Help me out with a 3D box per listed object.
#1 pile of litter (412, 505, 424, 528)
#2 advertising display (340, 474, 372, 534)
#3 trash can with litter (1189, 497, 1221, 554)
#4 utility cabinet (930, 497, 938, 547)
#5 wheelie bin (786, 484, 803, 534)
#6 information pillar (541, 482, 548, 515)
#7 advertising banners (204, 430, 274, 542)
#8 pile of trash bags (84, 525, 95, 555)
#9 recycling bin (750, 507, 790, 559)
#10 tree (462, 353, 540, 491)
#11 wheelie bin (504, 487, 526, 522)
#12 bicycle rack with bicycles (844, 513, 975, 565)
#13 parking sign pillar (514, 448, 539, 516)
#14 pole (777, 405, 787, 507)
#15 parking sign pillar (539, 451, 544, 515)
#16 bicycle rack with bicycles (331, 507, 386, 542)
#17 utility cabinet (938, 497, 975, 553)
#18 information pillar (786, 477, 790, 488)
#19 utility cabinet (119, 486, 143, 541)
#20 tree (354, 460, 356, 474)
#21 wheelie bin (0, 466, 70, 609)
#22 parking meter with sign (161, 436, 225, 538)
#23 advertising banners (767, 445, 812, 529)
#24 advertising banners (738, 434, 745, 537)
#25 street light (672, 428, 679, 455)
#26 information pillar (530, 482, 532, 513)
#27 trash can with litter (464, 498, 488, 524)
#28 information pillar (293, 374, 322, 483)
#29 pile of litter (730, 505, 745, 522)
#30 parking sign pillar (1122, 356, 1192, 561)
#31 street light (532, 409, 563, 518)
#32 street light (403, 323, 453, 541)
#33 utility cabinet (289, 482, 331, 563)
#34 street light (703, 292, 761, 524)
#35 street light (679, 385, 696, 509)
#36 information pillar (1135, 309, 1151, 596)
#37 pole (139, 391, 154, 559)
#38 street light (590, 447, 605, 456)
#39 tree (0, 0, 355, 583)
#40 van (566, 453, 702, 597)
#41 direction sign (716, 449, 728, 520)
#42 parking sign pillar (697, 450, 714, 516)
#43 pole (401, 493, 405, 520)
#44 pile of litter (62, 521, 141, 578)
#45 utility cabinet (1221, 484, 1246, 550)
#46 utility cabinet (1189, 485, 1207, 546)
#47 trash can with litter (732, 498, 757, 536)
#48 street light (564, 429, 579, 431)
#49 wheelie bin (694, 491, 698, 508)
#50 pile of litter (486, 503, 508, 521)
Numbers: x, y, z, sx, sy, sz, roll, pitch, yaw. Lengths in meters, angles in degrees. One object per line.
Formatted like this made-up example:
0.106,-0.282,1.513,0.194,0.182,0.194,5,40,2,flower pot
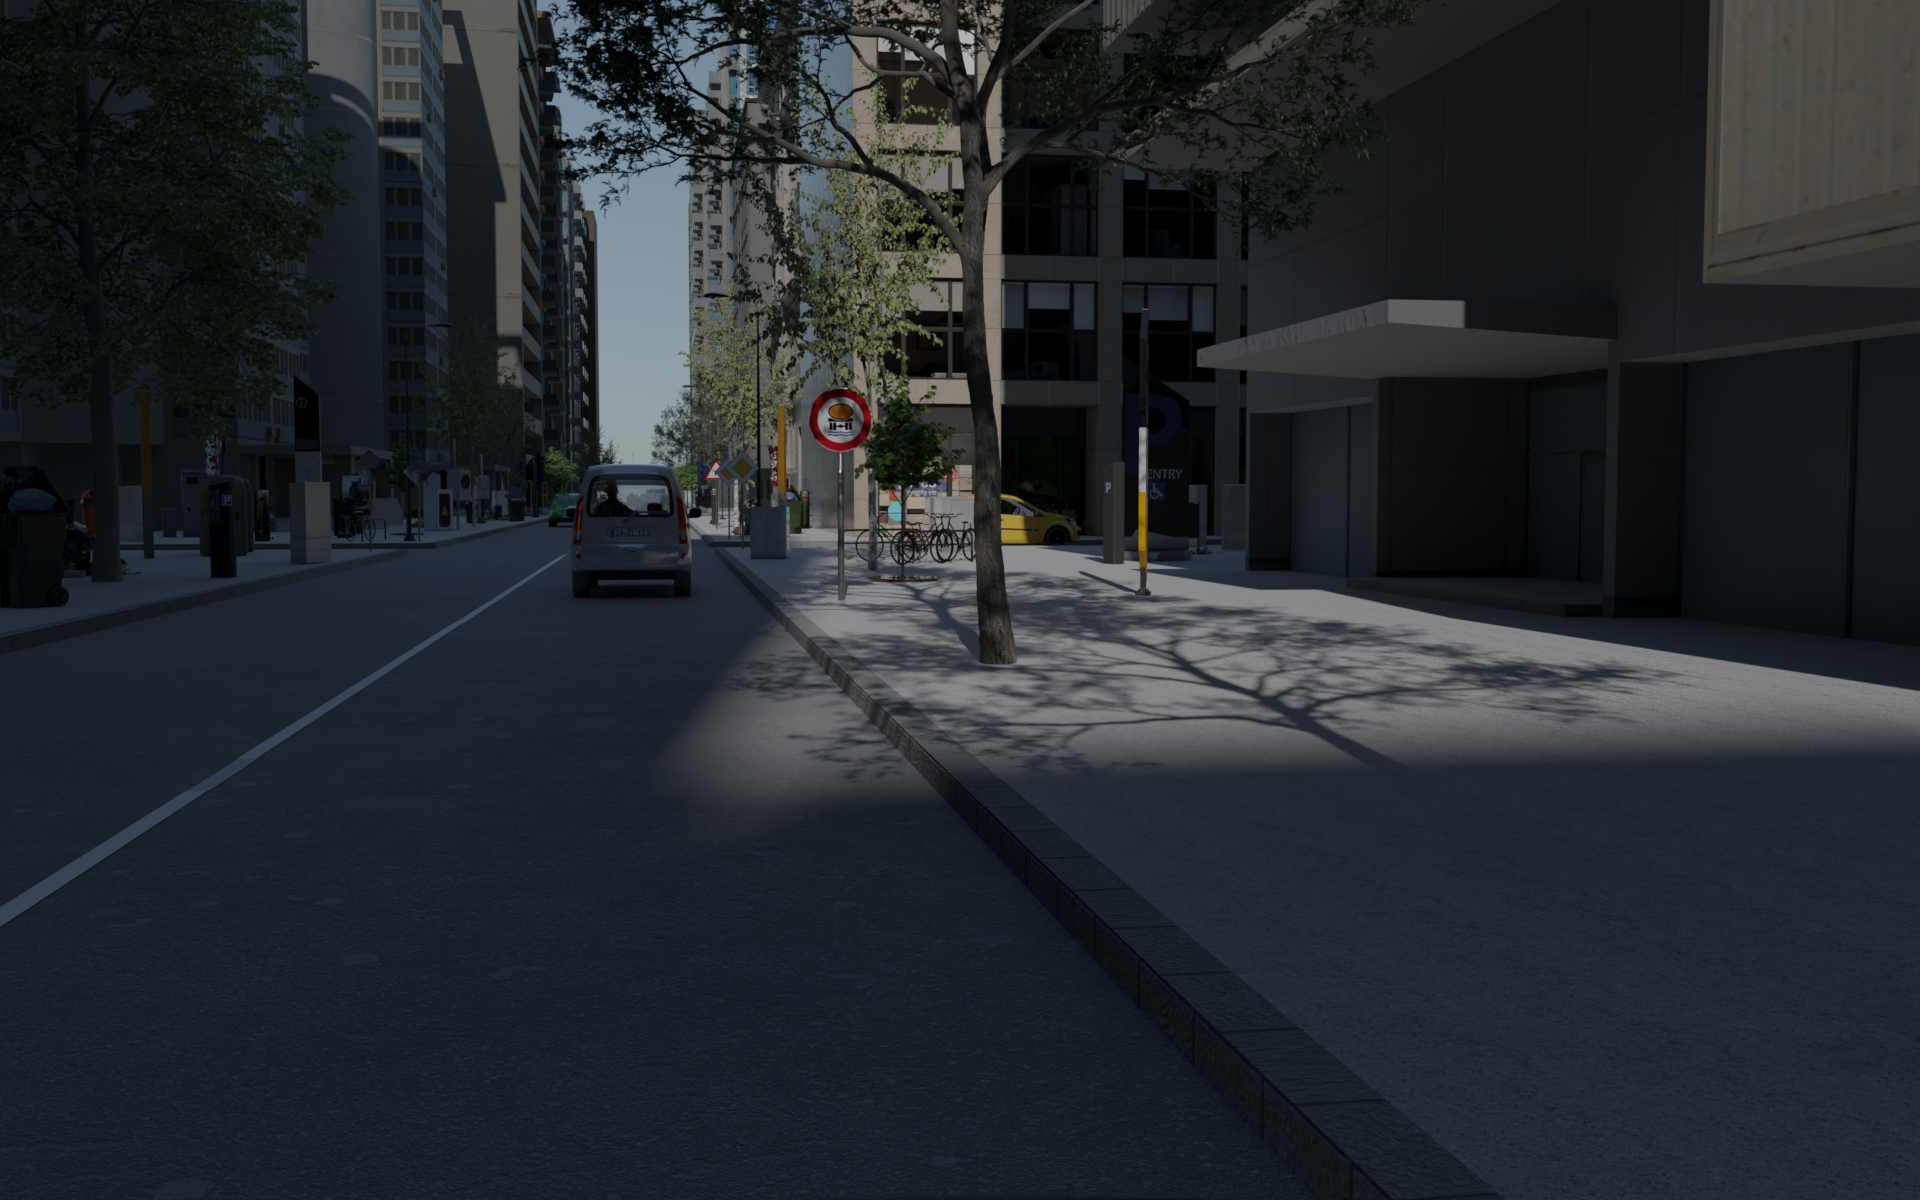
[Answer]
-20.550,-3.202,66.326,1.176,0.858,1.719,0,4,3,pile of litter
-19.594,-3.120,56.226,0.974,1.923,0.123,-2,4,-31,advertising display
4.484,-1.597,37.170,2.233,1.210,1.678,1,4,9,trash can with litter
-0.198,-1.883,41.941,1.020,1.237,0.306,-1,4,-20,utility cabinet
-5.403,-2.913,55.543,0.693,1.594,0.980,-1,4,-11,wheelie bin
-25.148,-6.137,104.836,0.304,2.012,0.304,-2,4,-27,information pillar
-19.273,-3.057,46.168,0.090,3.025,2.074,2,4,34,advertising banners
-19.254,-1.575,35.507,3.447,1.369,1.912,-3,5,-40,pile of trash bags
-3.783,-1.343,34.508,0.722,1.027,0.722,0,4,0,recycling bin
-23.696,-8.525,89.744,4.360,8.622,3.978,0,3,0,tree
-21.151,-4.573,82.675,0.980,1.594,0.693,3,4,39,wheelie bin
-0.805,-1.185,32.763,2.925,0.926,2.852,-3,5,-39,bicycle rack with bicycles
-25.318,-6.808,99.786,1.447,3.967,1.447,0,4,-3,parking sign pillar
-4.096,-2.816,39.886,0.158,3.312,0.155,0,3,0,pole
-26.486,-7.309,107.966,1.447,3.967,1.447,3,4,39,parking sign pillar
-17.062,-2.072,47.267,2.852,0.926,2.925,0,4,3,bicycle rack with bicycles
0.012,-1.650,38.147,0.306,1.237,1.020,3,4,37,utility cabinet
-7.640,-4.344,75.524,0.304,2.012,0.304,3,4,37,information pillar
-22.505,-2.345,47.021,1.173,1.500,0.318,3,5,44,utility cabinet
-30.010,-5.609,86.315,1.663,3.219,1.824,0,3,0,tree
-10.568,-0.716,19.617,0.980,1.594,0.693,2,4,26,wheelie bin
-22.825,-3.383,51.567,1.738,3.016,0.543,-2,4,-32,parking meter with sign
-6.207,-4.093,63.103,0.090,3.025,2.074,3,5,44,advertising banners
-6.440,-3.358,51.099,0.090,3.025,2.074,-1,4,-11,advertising banners
-19.351,-9.111,121.502,1.470,5.913,1.316,-1,4,-10,street light
-25.288,-5.998,102.566,0.304,2.012,0.304,-2,4,-25,information pillar
-21.083,-3.925,75.559,1.055,1.170,0.624,1,4,16,trash can with litter
-12.776,-2.603,33.918,0.504,3.616,0.183,-1,4,-11,information pillar
-9.890,-4.037,79.975,1.719,0.858,1.176,3,5,44,pile of litter
3.797,-2.761,33.609,1.447,3.967,1.447,0,4,6,parking sign pillar
-22.693,-7.469,94.657,1.470,5.913,1.316,-1,4,-10,street light
-14.456,-4.559,47.083,1.470,5.913,1.316,-1,4,-10,street light
-12.035,-1.430,32.064,0.318,1.500,1.173,0,4,1,utility cabinet
-5.215,-4.136,40.161,1.470,5.913,1.316,-1,4,-10,street light
-11.109,-6.197,73.863,1.470,5.913,1.316,-1,4,-10,street light
2.314,-1.863,21.821,0.183,3.616,0.504,1,4,9,information pillar
-16.091,-2.472,34.265,0.158,3.312,0.155,0,3,0,pole
-35.875,-12.084,170.118,1.470,5.913,1.316,-1,4,-10,street light
-12.901,-6.545,25.139,7.486,12.596,7.792,0,3,0,tree
-4.813,-1.133,25.537,2.013,2.044,4.112,-1,4,-9,van
-11.975,-5.826,87.247,0.876,3.537,0.379,3,4,38,direction sign
-14.826,-6.891,101.145,1.447,3.967,1.447,-3,4,-38,parking sign pillar
-27.500,-5.605,85.485,0.158,3.312,0.155,0,3,0,pole
-13.570,-0.803,27.093,1.176,0.858,1.719,2,4,29,pile of litter
6.544,-1.873,39.300,1.173,1.500,0.318,1,4,21,utility cabinet
5.585,-2.065,42.436,0.318,1.500,1.173,-2,4,-26,utility cabinet
-6.638,-2.582,53.610,1.055,1.170,0.624,2,4,35,trash can with litter
-27.646,-9.182,122.670,1.470,5.913,1.316,-1,4,-10,street light
-15.455,-5.820,103.058,0.693,1.594,0.980,-1,4,-13,wheelie bin
-22.262,-4.287,84.050,1.719,0.858,1.176,-2,4,-29,pile of litter
